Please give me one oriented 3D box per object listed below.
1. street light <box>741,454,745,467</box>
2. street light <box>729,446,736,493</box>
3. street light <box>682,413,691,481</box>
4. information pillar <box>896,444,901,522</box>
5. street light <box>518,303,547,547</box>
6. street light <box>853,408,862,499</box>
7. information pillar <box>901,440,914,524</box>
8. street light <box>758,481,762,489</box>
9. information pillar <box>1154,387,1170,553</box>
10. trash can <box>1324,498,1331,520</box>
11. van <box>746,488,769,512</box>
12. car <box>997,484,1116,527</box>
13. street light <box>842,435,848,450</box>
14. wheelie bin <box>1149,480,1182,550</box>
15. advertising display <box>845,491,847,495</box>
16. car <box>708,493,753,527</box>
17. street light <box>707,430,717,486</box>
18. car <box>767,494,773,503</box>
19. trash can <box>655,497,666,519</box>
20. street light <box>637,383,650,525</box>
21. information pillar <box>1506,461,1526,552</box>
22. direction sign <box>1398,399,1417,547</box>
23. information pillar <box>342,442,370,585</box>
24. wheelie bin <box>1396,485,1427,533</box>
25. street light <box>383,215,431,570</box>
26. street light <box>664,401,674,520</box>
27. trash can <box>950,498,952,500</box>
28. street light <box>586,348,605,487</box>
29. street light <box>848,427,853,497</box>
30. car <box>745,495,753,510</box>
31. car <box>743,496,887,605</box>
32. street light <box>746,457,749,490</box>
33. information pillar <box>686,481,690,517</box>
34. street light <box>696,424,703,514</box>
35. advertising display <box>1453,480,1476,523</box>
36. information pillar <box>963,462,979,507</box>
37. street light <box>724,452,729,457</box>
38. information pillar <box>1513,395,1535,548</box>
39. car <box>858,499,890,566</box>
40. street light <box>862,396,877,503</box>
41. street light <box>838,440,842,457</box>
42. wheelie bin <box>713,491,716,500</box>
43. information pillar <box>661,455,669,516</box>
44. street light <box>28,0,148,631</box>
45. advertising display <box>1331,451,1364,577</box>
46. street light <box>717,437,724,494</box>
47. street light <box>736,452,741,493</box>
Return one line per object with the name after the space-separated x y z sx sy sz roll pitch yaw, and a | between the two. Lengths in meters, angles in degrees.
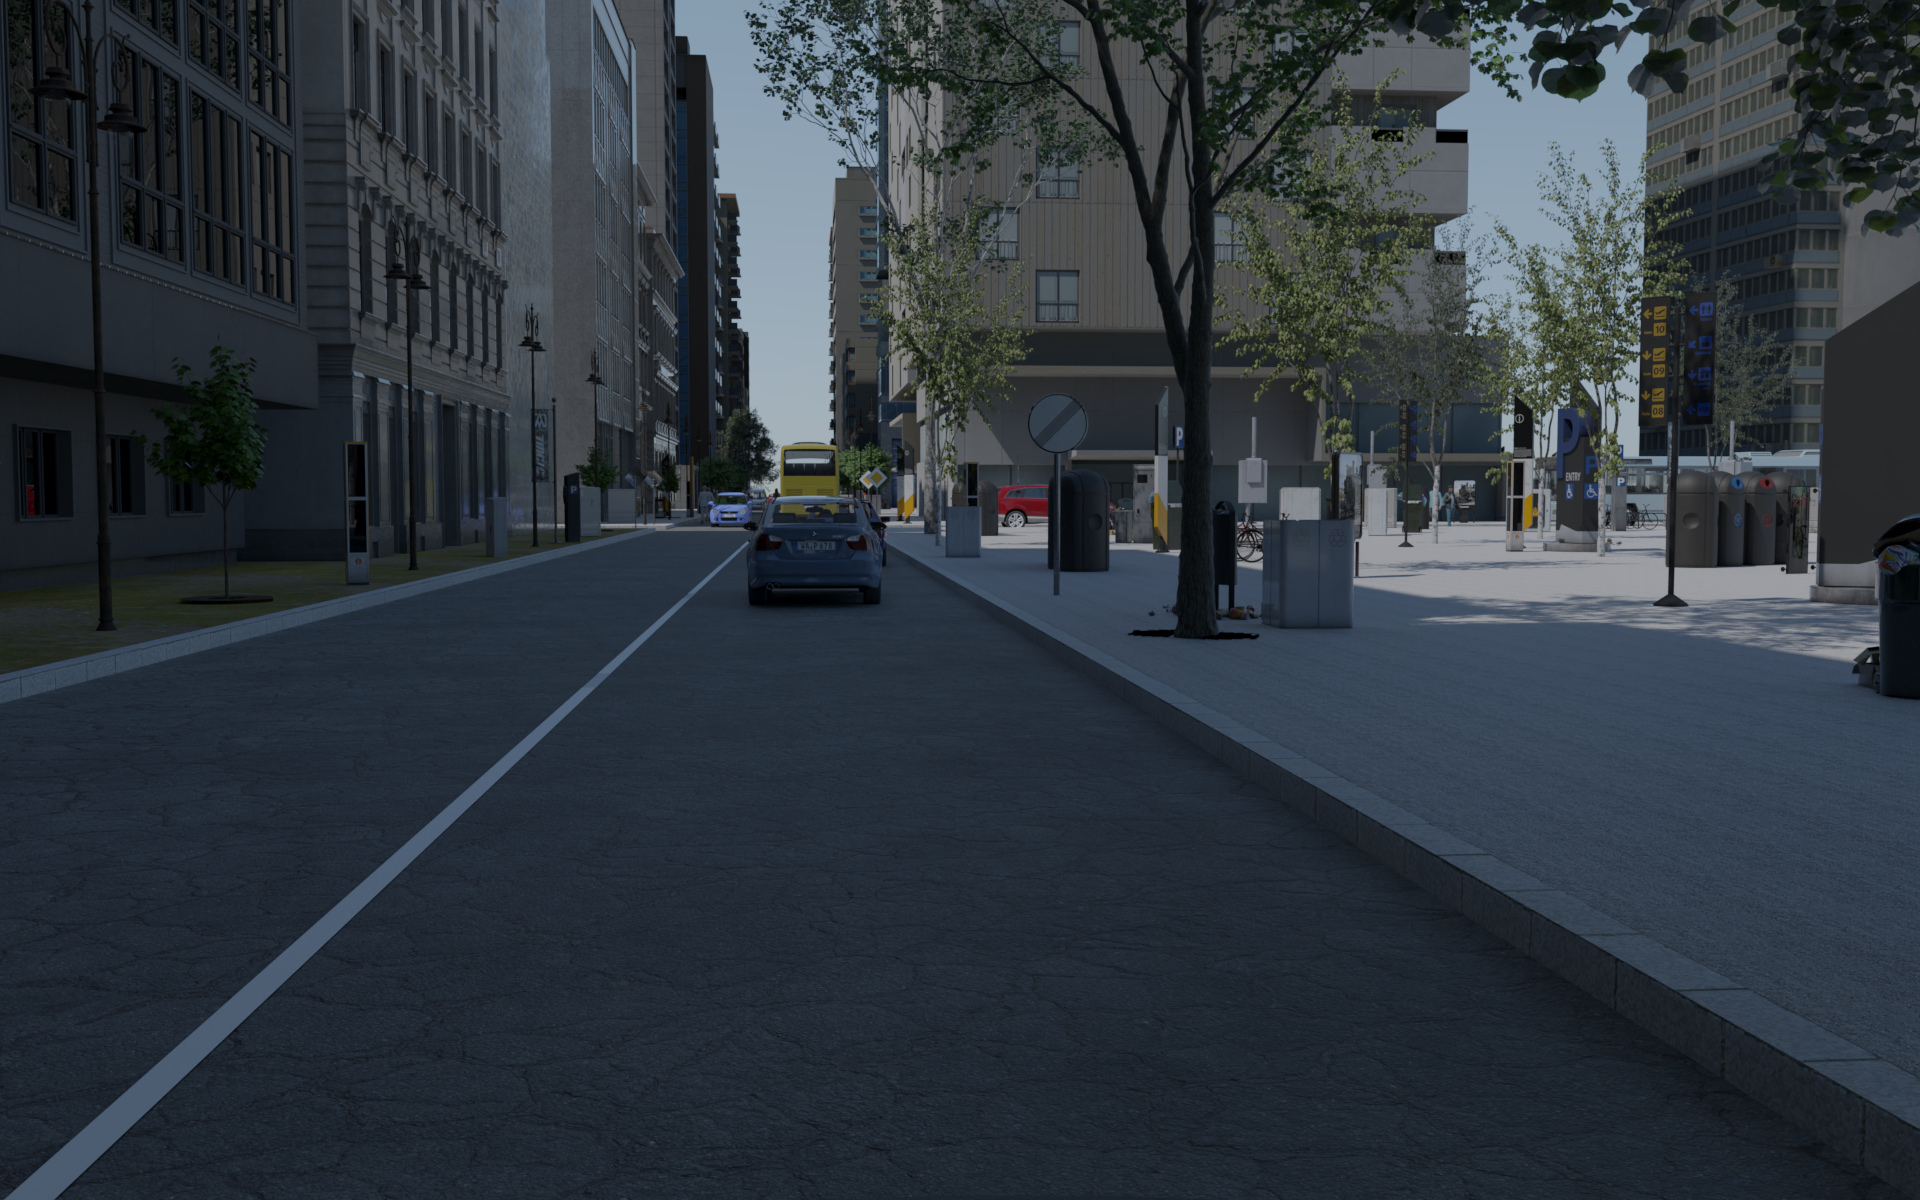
-23.863 -13.155 187.873 0.468 5.910 1.993 0 4 -5 | street light
-21.501 -11.573 162.011 0.468 5.910 1.993 0 4 -5 | street light
-15.618 -7.723 99.055 0.468 5.910 1.993 0 4 -5 | street light
-2.710 -5.469 80.775 0.504 3.616 0.183 1 4 20 | information pillar
-10.358 -4.238 42.077 0.468 5.910 1.993 0 4 -5 | street light
-5.317 -7.338 92.763 0.468 5.910 1.993 0 4 -5 | street light
-2.201 -5.106 74.832 0.504 3.616 0.183 3 4 36 | information pillar
-31.373 -18.164 269.768 0.468 5.910 1.993 0 4 -5 | street light
4.388 -2.835 37.713 0.183 3.616 0.504 2 4 32 | information pillar
12.780 -2.893 58.950 0.748 1.137 0.748 0 3 0 | trash can
-14.891 -7.298 126.326 2.013 2.044 4.112 0 4 -4 | van
3.595 -3.679 68.816 5.304 1.827 2.281 0 4 -5 | car
-7.668 -8.954 119.183 0.468 5.910 1.993 0 4 -5 | street light
4.761 -1.956 39.882 0.980 1.594 0.693 -2 4 -34 | wheelie bin
-9.461 -8.089 137.467 0.974 1.923 0.123 -2 4 -27 | advertising display
-10.012 -4.051 75.832 1.945 1.707 3.694 0 4 -5 | car
-18.042 -9.329 125.310 0.468 5.910 1.993 0 4 -5 | street light
-25.512 -13.958 237.250 2.155 1.783 4.494 0 4 -7 | car
-15.734 -4.834 90.693 0.748 1.137 0.748 0 3 0 | trash can
-13.173 -6.085 72.285 0.468 5.910 1.993 0 4 -5 | street light
12.333 -2.078 38.461 0.304 2.012 0.304 0 4 -4 | information pillar
10.793 -3.047 41.814 0.379 3.537 0.876 3 5 42 | direction sign
-8.519 -1.220 24.440 0.304 2.012 0.304 -2 4 -25 | information pillar
14.966 -3.028 57.419 0.980 1.594 0.693 1 4 15 | wheelie bin
-9.223 -3.441 29.048 0.468 5.910 1.993 0 4 -5 | street light
-14.473 -6.932 86.121 0.468 5.910 1.993 0 4 -5 | street light
-0.009 -3.278 65.248 0.748 1.137 0.748 0 3 0 | trash can
-11.559 -5.029 55.006 0.468 5.910 1.993 0 4 -5 | street light
-6.407 -8.129 105.703 0.468 5.910 1.993 0 4 -5 | street light
-13.991 -5.920 108.801 2.014 1.417 4.499 0 4 -5 | car
-1.991 -0.721 23.786 2.014 1.417 4.499 0 4 -5 | car
-25.097 -13.946 200.800 0.468 5.910 1.993 0 4 -5 | street light
-14.971 -5.591 95.910 0.304 2.012 0.304 1 4 10 | information pillar
-16.848 -8.513 111.982 0.468 5.910 1.993 0 4 -5 | street light
22.301 -4.367 76.615 0.974 1.923 0.123 1 4 12 | advertising display
0.254 -2.166 39.902 0.304 2.012 0.304 -1 4 -14 | information pillar
-20.300 -10.749 148.535 0.468 5.910 1.993 0 4 -5 | street light
13.271 -3.028 40.855 0.504 3.616 0.183 3 5 40 | information pillar
-2.402 -1.417 35.747 1.945 1.354 3.894 0 4 -4 | car
-4.098 -6.547 79.836 0.468 5.910 1.993 0 4 -5 | street light
-8.867 -9.767 132.484 0.468 5.910 1.993 0 4 -5 | street light
-18.452 -7.359 128.229 0.693 1.594 0.980 2 4 25 | wheelie bin
-17.060 -6.671 100.428 0.504 3.616 0.183 1 4 20 | information pillar
-8.030 -2.650 16.118 0.468 5.910 1.993 0 4 -5 | street light
5.924 -1.303 26.511 0.123 1.923 0.974 2 4 35 | advertising display
-19.323 -10.127 138.371 0.468 5.910 1.993 0 4 -5 | street light
-22.686 -12.364 174.942 0.468 5.910 1.993 0 4 -5 | street light
